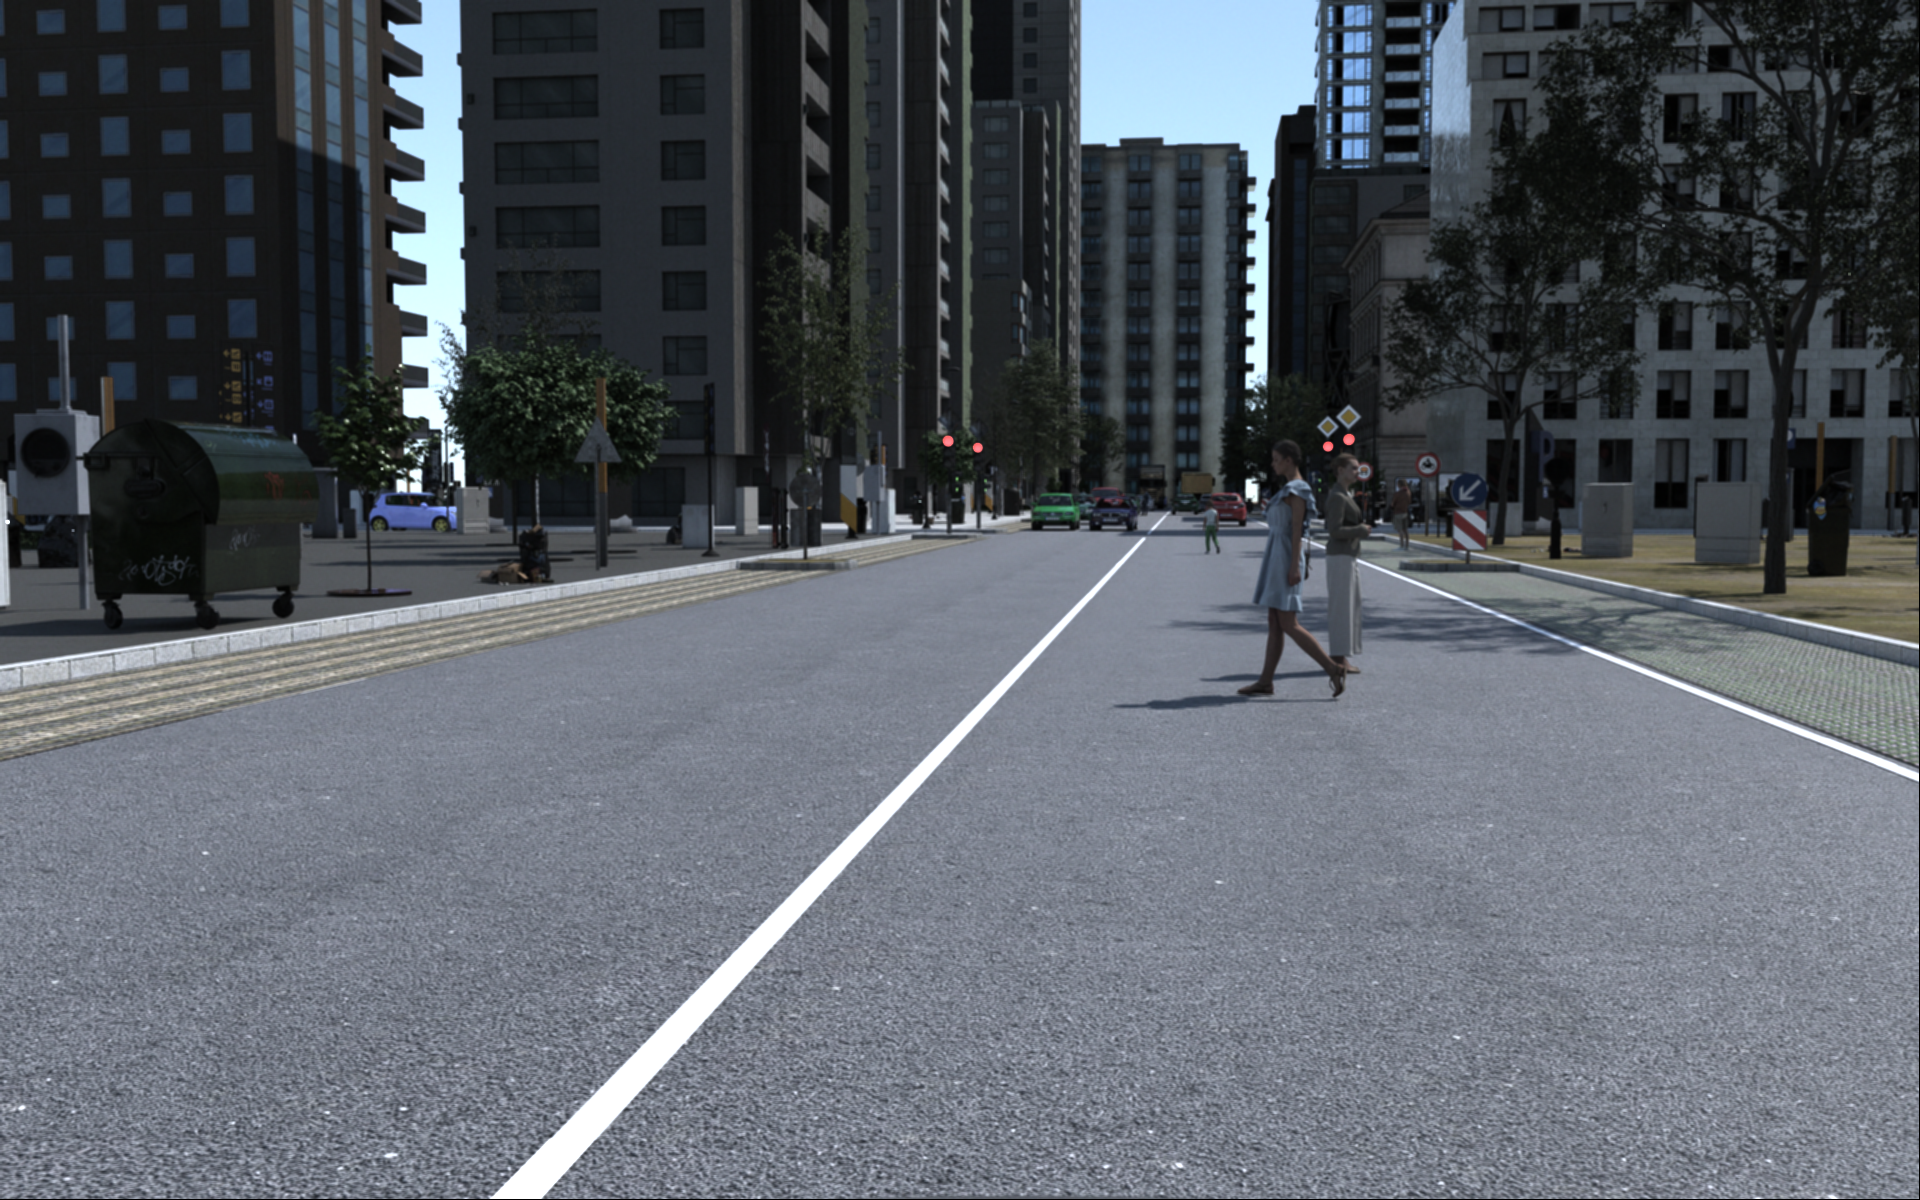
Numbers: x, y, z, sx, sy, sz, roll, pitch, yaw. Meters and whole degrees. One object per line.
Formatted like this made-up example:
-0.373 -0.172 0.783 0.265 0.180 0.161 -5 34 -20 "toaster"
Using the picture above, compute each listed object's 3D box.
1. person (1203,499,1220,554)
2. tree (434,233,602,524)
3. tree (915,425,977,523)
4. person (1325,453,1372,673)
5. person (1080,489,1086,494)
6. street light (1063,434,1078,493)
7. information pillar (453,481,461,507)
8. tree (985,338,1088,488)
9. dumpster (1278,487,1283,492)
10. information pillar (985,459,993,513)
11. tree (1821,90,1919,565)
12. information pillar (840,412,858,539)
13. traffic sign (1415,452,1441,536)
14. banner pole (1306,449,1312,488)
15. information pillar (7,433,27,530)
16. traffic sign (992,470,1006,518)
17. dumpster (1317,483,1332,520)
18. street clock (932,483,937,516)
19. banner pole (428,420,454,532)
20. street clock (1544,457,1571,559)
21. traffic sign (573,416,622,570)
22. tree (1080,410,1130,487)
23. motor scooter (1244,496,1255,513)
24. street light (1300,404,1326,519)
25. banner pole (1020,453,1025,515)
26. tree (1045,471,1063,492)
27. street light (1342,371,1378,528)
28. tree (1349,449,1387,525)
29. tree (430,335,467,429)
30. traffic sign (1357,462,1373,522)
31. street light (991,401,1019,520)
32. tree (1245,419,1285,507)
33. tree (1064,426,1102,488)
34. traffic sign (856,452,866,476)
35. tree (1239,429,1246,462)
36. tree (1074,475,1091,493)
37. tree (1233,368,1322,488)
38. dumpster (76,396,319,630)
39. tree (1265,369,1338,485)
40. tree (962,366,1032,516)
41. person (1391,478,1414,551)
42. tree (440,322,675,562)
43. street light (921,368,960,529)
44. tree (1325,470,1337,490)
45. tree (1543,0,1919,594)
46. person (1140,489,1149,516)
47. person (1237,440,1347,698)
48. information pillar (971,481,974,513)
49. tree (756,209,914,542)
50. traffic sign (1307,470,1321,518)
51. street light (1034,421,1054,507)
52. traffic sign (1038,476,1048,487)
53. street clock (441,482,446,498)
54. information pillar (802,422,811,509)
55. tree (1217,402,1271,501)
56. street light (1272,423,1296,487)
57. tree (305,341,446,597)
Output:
6.019 -1.753 41.411 0.306 1.304 0.590 -1 4 -20 "person"
-12.117 -5.995 48.381 4.360 8.622 3.978 0 3 0 "tree"
-0.430 -5.720 77.229 4.285 4.588 4.351 0 3 0 "tree"
3.104 -0.294 13.854 0.362 1.759 0.519 1 4 17 "person"
9.275 -7.518 131.434 0.660 1.820 0.620 1 4 8 "person"
8.510 -9.849 133.565 1.470 5.913 1.316 0 4 7 "street light"
-27.335 -5.486 94.193 0.304 2.012 0.304 3 4 37 "information pillar"
5.585 -12.678 125.412 7.486 12.596 7.792 0 3 0 "tree"
23.546 -7.278 124.756 1.264 1.857 1.865 0 4 7 "dumpster"
1.932 -7.574 115.184 0.504 3.616 0.183 1 4 16 "information pillar"
17.390 -4.929 30.947 4.360 8.622 3.978 0 3 0 "tree"
-3.183 -3.562 49.600 0.504 3.616 0.183 -2 4 -25 "information pillar"
14.251 -3.223 52.810 0.768 2.556 0.104 1 4 12 "traffic sign"
19.371 -6.492 96.156 0.401 3.779 0.863 2 4 33 "banner pole"
-32.880 -4.221 60.375 0.504 3.616 0.183 -2 4 -24 "information pillar"
2.080 -5.670 92.805 0.768 2.556 0.104 1 4 9 "traffic sign"
18.649 -4.978 87.145 1.264 1.857 1.865 0 4 7 "dumpster"
-1.502 -6.034 103.230 0.358 2.002 0.471 0 4 -2 "street clock"
-17.568 -4.191 58.542 0.863 3.779 0.401 0 4 1 "banner pole"
11.772 -1.811 34.188 0.471 2.002 0.358 1 4 10 "street clock"
-6.082 -1.775 29.028 0.884 2.594 0.081 1 4 16 "traffic sign"
17.530 -17.727 215.585 9.928 11.665 9.643 0 3 0 "tree"
21.396 -7.045 127.955 0.815 1.314 1.986 0 4 6 "motor scooter"
18.164 -7.121 88.963 1.470 5.913 1.316 0 4 7 "street light"
3.783 -7.120 106.429 0.401 3.779 0.863 1 4 13 "banner pole"
7.282 -8.754 137.726 1.663 3.219 1.824 0 3 0 "tree"
15.161 -5.698 65.697 1.470 5.913 1.316 0 4 7 "street light"
17.071 -4.790 72.926 1.663 3.219 1.824 0 3 0 "tree"
-22.239 -7.901 79.545 4.737 8.622 4.395 0 3 0 "tree"
16.054 -4.206 68.871 0.768 2.556 0.104 1 4 12 "traffic sign"
2.271 -7.001 87.002 1.470 5.913 1.316 0 4 7 "street light"
28.459 -12.725 158.415 4.360 8.622 3.978 0 3 0 "tree"
13.065 -14.398 185.765 4.360 8.622 3.978 0 3 0 "tree"
-3.197 -3.160 51.780 0.768 2.556 0.104 1 4 17 "traffic sign"
30.396 -13.819 176.302 4.360 8.622 3.978 0 3 0 "tree"
12.063 -10.858 172.130 1.663 3.219 1.824 0 3 0 "tree"
26.293 -13.220 141.902 9.928 11.665 9.643 0 3 0 "tree"
-7.517 -0.897 17.156 1.502 2.255 1.985 0 4 7 "dumpster"
20.457 -9.300 102.414 4.737 8.622 4.395 0 3 0 "tree"
2.246 -9.071 98.678 4.360 8.622 3.978 0 3 0 "tree"
11.091 -2.138 43.434 0.573 1.828 0.580 1 4 10 "person"
-8.172 -3.031 33.276 4.285 4.588 4.351 0 3 0 "tree"
-0.705 -5.586 63.868 1.470 5.913 1.316 0 4 7 "street light"
17.634 -5.226 80.045 1.663 3.219 1.824 0 3 0 "tree"
10.225 -5.349 21.867 7.601 10.594 8.767 -2 4 -35 "tree"
12.314 -6.513 115.166 0.419 1.800 0.721 -2 4 -31 "person"
2.359 -0.223 12.234 0.778 1.811 0.616 1 4 23 "person"
0.810 -7.553 114.845 0.183 3.616 0.504 1 4 10 "information pillar"
-3.575 -5.843 45.895 4.737 8.622 4.395 0 3 0 "tree"
18.945 -5.654 92.543 0.768 2.556 0.104 1 4 9 "traffic sign"
5.287 -8.410 110.052 1.470 5.913 1.316 0 4 7 "street light"
5.737 -7.329 119.932 0.768 2.556 0.104 1 4 13 "traffic sign"
-30.368 -5.954 101.921 0.358 2.002 0.471 -1 4 -22 "street clock"
-4.931 -3.937 55.723 0.183 3.616 0.504 1 4 21 "information pillar"
35.424 -18.036 213.011 7.486 12.596 7.792 0 3 0 "tree"
21.330 -8.596 113.089 1.470 5.913 1.316 0 4 7 "street light"
-7.393 -1.676 22.011 1.663 3.219 1.824 0 3 0 "tree"
